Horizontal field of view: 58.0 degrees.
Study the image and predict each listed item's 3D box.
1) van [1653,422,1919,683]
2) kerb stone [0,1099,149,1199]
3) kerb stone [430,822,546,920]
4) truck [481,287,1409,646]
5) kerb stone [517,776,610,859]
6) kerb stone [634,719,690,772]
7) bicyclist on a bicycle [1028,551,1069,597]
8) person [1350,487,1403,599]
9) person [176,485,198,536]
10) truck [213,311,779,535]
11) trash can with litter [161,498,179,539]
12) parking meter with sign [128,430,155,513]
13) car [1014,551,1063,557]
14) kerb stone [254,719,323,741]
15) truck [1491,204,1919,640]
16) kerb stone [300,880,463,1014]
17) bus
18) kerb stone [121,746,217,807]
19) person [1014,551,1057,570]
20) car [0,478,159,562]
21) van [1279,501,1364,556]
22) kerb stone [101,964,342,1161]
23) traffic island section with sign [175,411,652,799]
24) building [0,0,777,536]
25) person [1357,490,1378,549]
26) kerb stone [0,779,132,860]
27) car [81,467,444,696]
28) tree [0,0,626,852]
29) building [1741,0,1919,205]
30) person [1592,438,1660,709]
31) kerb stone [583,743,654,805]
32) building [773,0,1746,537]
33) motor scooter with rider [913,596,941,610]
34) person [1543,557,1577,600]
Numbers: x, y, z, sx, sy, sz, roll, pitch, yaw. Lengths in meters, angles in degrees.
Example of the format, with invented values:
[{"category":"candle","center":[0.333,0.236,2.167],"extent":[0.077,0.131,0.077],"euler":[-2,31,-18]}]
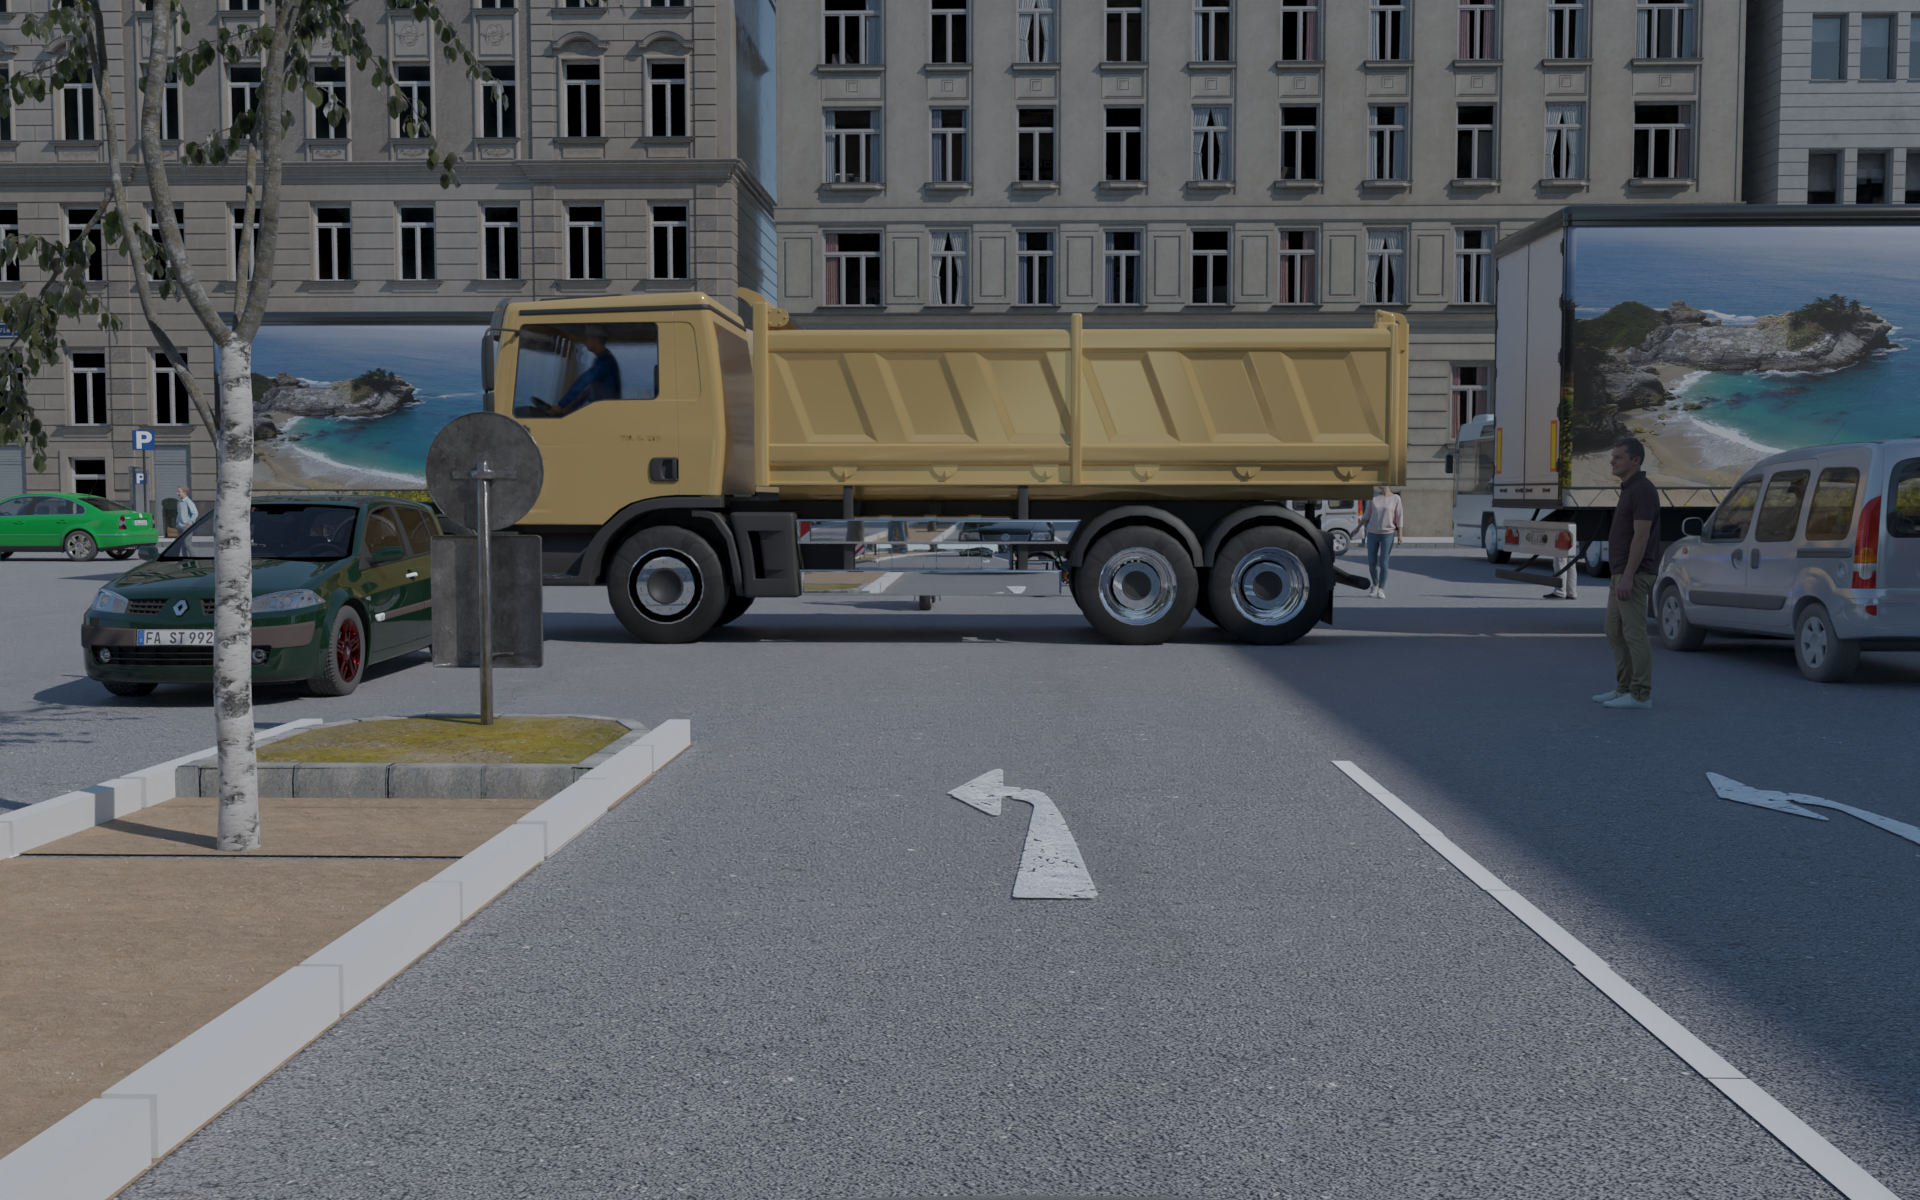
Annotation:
[{"category":"van","center":[7.313,-0.460,14.533],"extent":[2.013,2.044,4.112],"euler":[0,4,0]},{"category":"kerb stone","center":[-1.793,1.163,3.179],"extent":[0.120,0.150,1.000],"euler":[0,4,2]},{"category":"kerb stone","center":[-1.702,0.982,6.272],"extent":[0.120,0.150,1.000],"euler":[0,4,2]},{"category":"truck","center":[-0.653,-1.323,17.556],"extent":[9.791,3.379,3.469],"euler":[0,4,1]},{"category":"kerb stone","center":[-1.664,0.911,7.299],"extent":[0.120,0.150,1.000],"euler":[0,4,2]},{"category":"kerb stone","center":[-1.611,0.785,9.362],"extent":[0.120,0.150,1.000],"euler":[0,4,2]},{"category":"bicyclist on a bicycle","center":[1.598,-0.855,24.000],"extent":[1.625,1.676,1.499],"euler":[0,4,2]},{"category":"person","center":[5.762,-0.903,23.934],"extent":[0.731,1.740,0.598],"euler":[1,4,19]},{"category":"person","center":[-14.875,-1.402,33.234],"extent":[0.589,1.601,0.330],"euler":[3,5,43]},{"category":"truck","center":[-5.860,-2.376,27.758],"extent":[11.283,4.237,2.839],"euler":[0,4,1]},{"category":"trash can with litter","center":[-22.844,-2.384,50.362],"extent":[0.624,1.170,1.055],"euler":[-2,4,-31]},{"category":"parking meter with sign","center":[-22.677,-3.158,47.896],"extent":[0.543,3.016,1.738],"euler":[-2,4,-33]},{"category":"car","center":[1.707,-1.598,35.906],"extent":[4.222,1.686,2.009],"euler":[0,4,2]},{"category":"kerb stone","center":[-3.711,0.783,9.386],"extent":[0.120,0.150,1.000],"euler":[0,4,2]},{"category":"truck","center":[11.484,-1.774,17.917],"extent":[11.283,4.237,2.839],"euler":[0,4,1]},{"category":"kerb stone","center":[-1.731,1.039,5.236],"extent":[0.120,0.150,1.000],"euler":[0,4,2]},{"category":"bus","center":[12.108,-2.318,32.764],"extent":[2.948,3.499,13.247],"euler":[0,4,1]},{"category":"kerb stone","center":[-3.736,0.846,8.358],"extent":[0.120,0.150,1.000],"euler":[0,4,2]},{"category":"person","center":[1.131,-1.430,32.101],"extent":[1.509,1.804,0.699],"euler":[-1,4,-21]},{"category":"car","center":[-19.894,-1.753,37.454],"extent":[4.718,1.807,1.959],"euler":[0,4,3]},{"category":"van","center":[7.435,-2.080,41.014],"extent":[4.112,2.044,2.013],"euler":[0,4,1]},{"category":"kerb stone","center":[-1.762,1.100,4.206],"extent":[0.120,0.150,1.000],"euler":[0,4,2]},{"category":"traffic island section with sign","center":[-2.661,-0.055,9.032],"extent":[2.006,1.907,1.989],"euler":[0,4,2]},{"category":"building","center":[-18.679,-15.896,57.168],"extent":[25.104,27.353,12.463],"euler":[0,4,2]},{"category":"person","center":[10.642,-2.219,44.760],"extent":[0.713,1.824,0.794],"euler":[-3,5,-44]},{"category":"kerb stone","center":[-3.774,0.914,7.323],"extent":[0.120,0.150,1.000],"euler":[0,4,2]},{"category":"car","center":[-5.153,-0.229,13.531],"extent":[2.009,1.686,4.222],"euler":[0,4,1]},{"category":"tree","center":[-2.911,-3.310,6.946],"extent":[4.360,8.622,3.978],"euler":[0,3,0]},{"category":"building","center":[38.807,-16.992,55.304],"extent":[29.804,29.767,11.434],"euler":[0,4,2]},{"category":"person","center":[4.479,-0.185,11.655],"extent":[0.434,1.807,0.598],"euler":[2,4,27]},{"category":"kerb stone","center":[-1.646,0.848,8.327],"extent":[0.120,0.150,1.000],"euler":[0,4,2]},{"category":"building","center":[8.948,-13.768,58.390],"extent":[30.059,22.955,16.112],"euler":[0,4,2]},{"category":"motor scooter with rider","center":[-0.380,-0.796,21.981],"extent":[0.876,1.779,1.986],"euler":[0,4,1]},{"category":"person","center":[8.153,-0.905,23.443],"extent":[0.789,1.805,0.875],"euler":[2,4,31]}]
